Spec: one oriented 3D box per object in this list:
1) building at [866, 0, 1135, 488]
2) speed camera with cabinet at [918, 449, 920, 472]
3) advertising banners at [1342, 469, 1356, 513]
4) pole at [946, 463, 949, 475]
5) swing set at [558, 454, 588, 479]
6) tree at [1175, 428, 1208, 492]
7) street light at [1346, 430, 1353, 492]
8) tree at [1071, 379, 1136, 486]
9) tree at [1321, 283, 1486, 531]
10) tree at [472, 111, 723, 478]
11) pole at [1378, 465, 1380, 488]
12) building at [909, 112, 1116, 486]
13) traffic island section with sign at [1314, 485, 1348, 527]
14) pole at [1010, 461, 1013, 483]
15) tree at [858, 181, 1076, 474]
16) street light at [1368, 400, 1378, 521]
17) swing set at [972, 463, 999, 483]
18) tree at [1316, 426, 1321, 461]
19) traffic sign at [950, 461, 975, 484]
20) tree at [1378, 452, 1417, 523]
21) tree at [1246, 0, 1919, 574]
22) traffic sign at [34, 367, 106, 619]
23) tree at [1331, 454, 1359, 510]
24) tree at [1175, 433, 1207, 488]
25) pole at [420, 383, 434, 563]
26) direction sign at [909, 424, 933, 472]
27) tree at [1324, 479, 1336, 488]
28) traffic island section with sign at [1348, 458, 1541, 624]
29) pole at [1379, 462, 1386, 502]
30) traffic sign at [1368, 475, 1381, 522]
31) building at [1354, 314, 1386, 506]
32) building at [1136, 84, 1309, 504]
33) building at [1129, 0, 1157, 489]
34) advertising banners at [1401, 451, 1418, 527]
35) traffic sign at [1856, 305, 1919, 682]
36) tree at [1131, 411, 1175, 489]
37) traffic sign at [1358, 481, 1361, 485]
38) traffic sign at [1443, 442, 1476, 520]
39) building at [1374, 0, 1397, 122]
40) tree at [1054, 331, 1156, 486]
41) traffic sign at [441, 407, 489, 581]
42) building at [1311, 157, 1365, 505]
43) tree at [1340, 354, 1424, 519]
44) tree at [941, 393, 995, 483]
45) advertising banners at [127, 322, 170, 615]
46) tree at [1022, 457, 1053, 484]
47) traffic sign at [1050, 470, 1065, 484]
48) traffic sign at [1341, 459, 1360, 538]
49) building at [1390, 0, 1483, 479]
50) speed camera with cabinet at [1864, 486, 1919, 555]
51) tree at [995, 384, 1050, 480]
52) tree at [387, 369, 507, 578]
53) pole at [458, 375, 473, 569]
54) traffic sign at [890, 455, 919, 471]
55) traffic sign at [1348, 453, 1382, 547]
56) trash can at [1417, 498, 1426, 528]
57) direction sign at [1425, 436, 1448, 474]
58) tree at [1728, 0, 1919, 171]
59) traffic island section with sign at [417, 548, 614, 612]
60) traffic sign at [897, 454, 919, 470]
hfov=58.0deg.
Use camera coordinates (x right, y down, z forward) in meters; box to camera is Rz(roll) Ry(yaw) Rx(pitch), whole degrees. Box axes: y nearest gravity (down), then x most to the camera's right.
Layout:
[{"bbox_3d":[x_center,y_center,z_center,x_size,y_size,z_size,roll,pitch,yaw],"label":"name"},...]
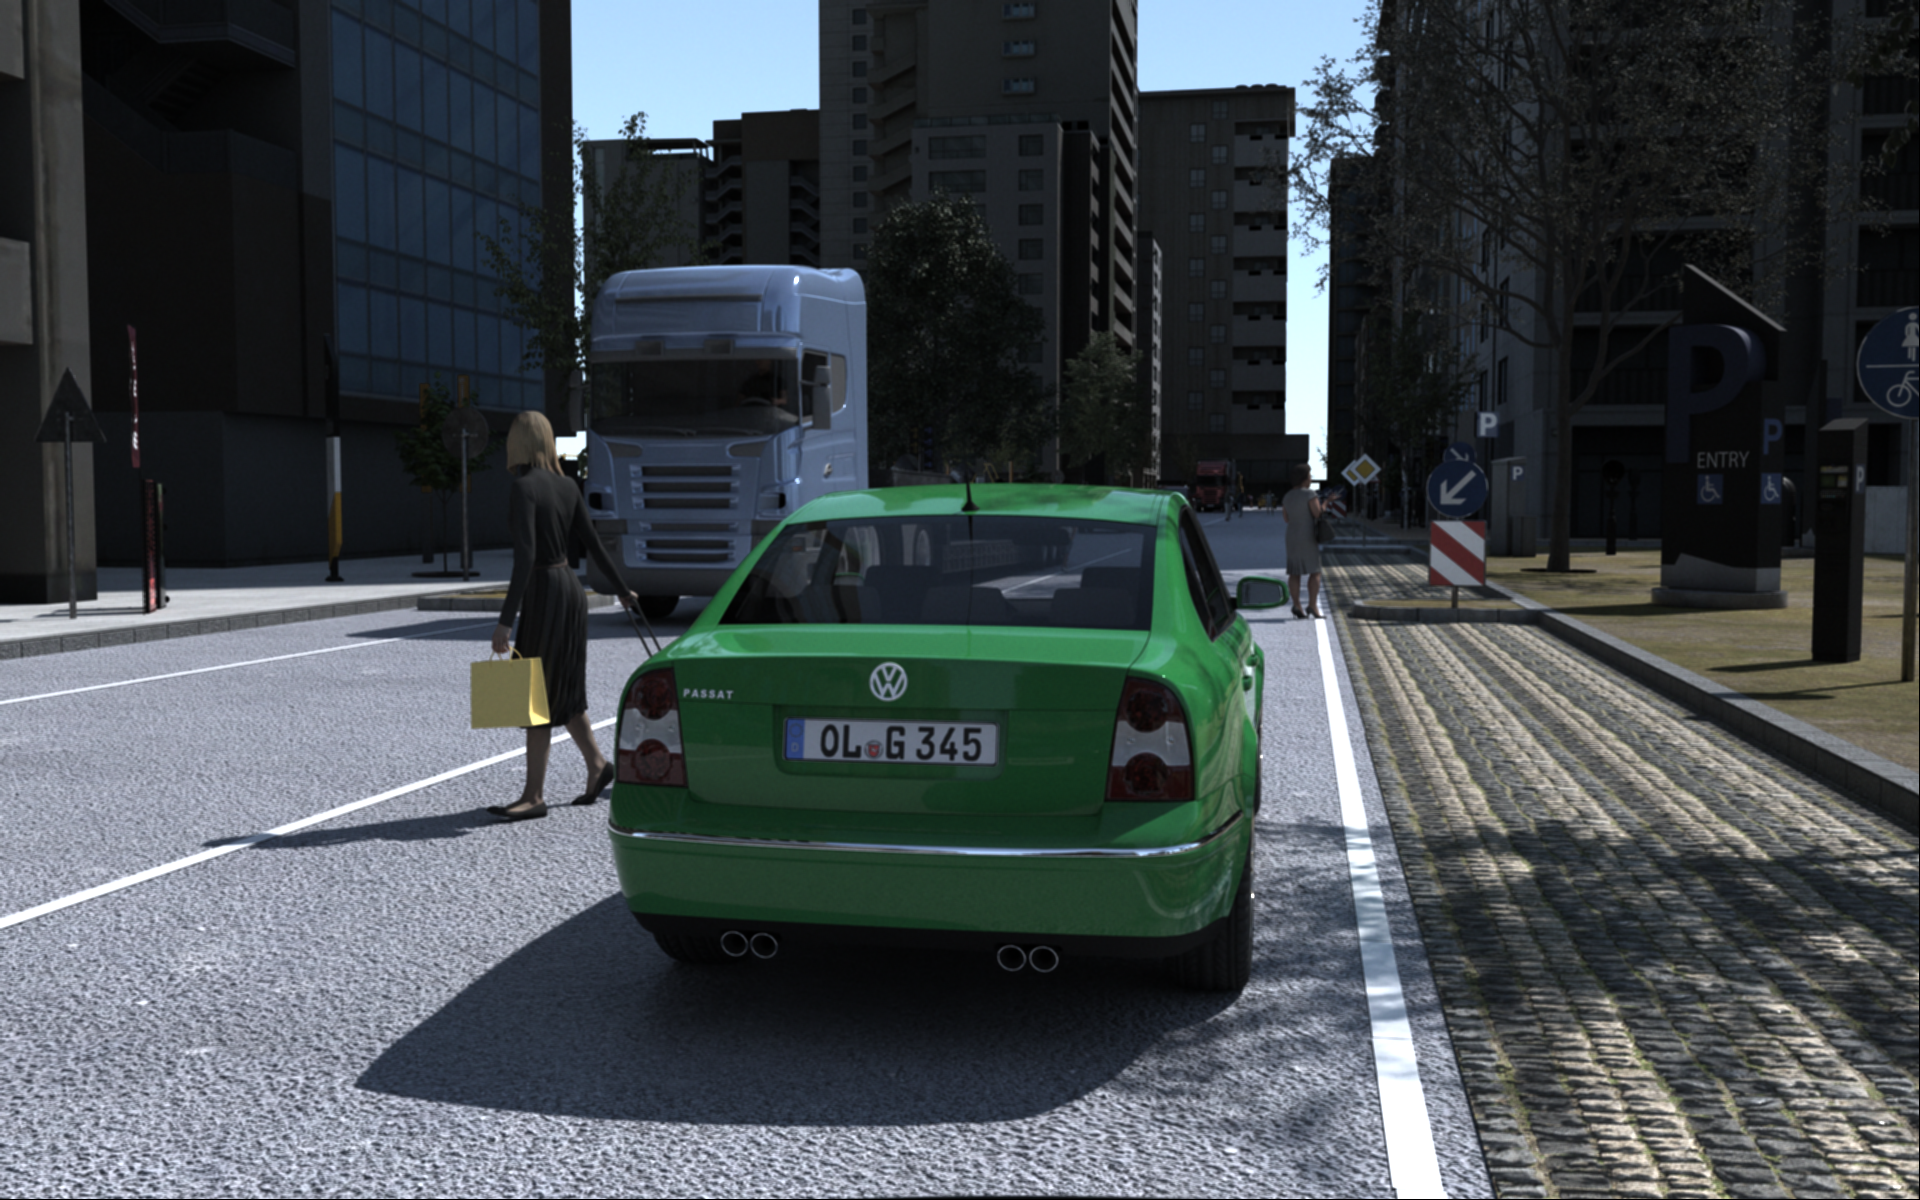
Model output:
[{"bbox_3d":[3.688,-32.361,152.803,21.300,48.544,21.600,1,4,11],"label":"building"},{"bbox_3d":[-1.757,-5.065,77.152,0.660,3.252,2.038,1,4,18],"label":"speed camera with cabinet"},{"bbox_3d":[26.897,-7.563,119.849,0.090,3.025,2.074,3,4,38],"label":"advertising banners"},{"bbox_3d":[-0.807,-7.413,115.044,0.158,3.312,0.155,0,3,0],"label":"pole"},{"bbox_3d":[-15.283,-4.408,69.692,2.862,2.851,3.119,1,4,16],"label":"swing set"},{"bbox_3d":[25.044,-14.797,192.297,4.360,8.622,3.978,0,3,0],"label":"tree"},{"bbox_3d":[27.648,-9.186,122.984,0.468,5.910,1.993,1,4,11],"label":"street light"},{"bbox_3d":[9.221,-9.852,111.435,4.737,8.622,4.395,0,3,0],"label":"tree"},{"bbox_3d":[15.717,-6.717,60.185,4.737,8.622,4.395,0,3,0],"label":"tree"},{"bbox_3d":[-6.687,-5.038,32.742,4.737,8.622,4.395,0,3,0],"label":"tree"},{"bbox_3d":[29.122,-7.735,120.312,0.158,3.312,0.155,0,3,0],"label":"pole"},{"bbox_3d":[4.398,-22.224,135.062,14.160,30.474,14.107,1,4,11],"label":"building"},{"bbox_3d":[16.265,-4.055,74.920,1.989,1.847,2.006,1,4,11],"label":"traffic island section with sign"},{"bbox_3d":[3.173,-6.950,107.471,0.158,3.312,0.155,0,3,0],"label":"pole"},{"bbox_3d":[-0.816,-8.994,64.053,9.611,12.733,9.660,0,3,0],"label":"tree"},{"bbox_3d":[19.984,-6.787,83.752,0.468,5.910,1.993,1,4,11],"label":"street light"},{"bbox_3d":[1.354,-5.516,87.808,2.862,2.851,3.119,0,4,8],"label":"swing set"},{"bbox_3d":[37.612,-13.613,172.941,4.737,8.622,4.395,0,3,0],"label":"tree"},{"bbox_3d":[0.072,-2.978,52.325,0.795,2.450,0.064,1,4,11],"label":"traffic sign"},{"bbox_3d":[19.155,-5.012,76.543,1.663,3.219,1.824,0,3,0],"label":"tree"},{"bbox_3d":[9.987,-7.198,28.055,12.009,13.543,11.850,0,3,0],"label":"tree"},{"bbox_3d":[-9.129,-1.086,17.753,0.884,2.594,0.081,1,4,16],"label":"traffic sign"},{"bbox_3d":[31.743,-9.572,140.218,4.285,4.588,4.351,0,3,0],"label":"tree"},{"bbox_3d":[27.004,-15.444,202.870,4.737,8.622,4.395,0,3,0],"label":"tree"},{"bbox_3d":[-9.869,-2.336,32.044,0.158,3.312,0.155,0,3,0],"label":"pole"},{"bbox_3d":[-1.253,-3.920,56.086,0.876,3.537,0.379,2,4,30],"label":"direction sign"},{"bbox_3d":[39.168,-11.402,181.016,1.663,3.219,1.824,0,3,0],"label":"tree"},{"bbox_3d":[5.594,-0.704,20.133,1.989,1.847,2.006,1,4,11],"label":"traffic island section with sign"},{"bbox_3d":[24.140,-6.403,98.539,0.158,3.312,0.155,0,3,0],"label":"pole"},{"bbox_3d":[19.154,-4.927,80.565,0.884,2.594,0.081,1,4,17],"label":"traffic sign"},{"bbox_3d":[55.184,-20.373,178.132,27.650,21.520,28.899,1,4,11],"label":"building"},{"bbox_3d":[31.476,-38.872,224.800,27.495,52.752,28.713,1,4,11],"label":"building"},{"bbox_3d":[9.238,-44.938,172.995,20.563,71.187,20.611,1,4,11],"label":"building"},{"bbox_3d":[17.913,-4.458,69.081,0.090,3.025,2.074,0,4,-2],"label":"advertising banners"},{"bbox_3d":[6.497,-0.715,11.795,0.768,2.556,0.104,1,4,19],"label":"traffic sign"},{"bbox_3d":[15.614,-12.060,147.537,4.360,8.622,3.978,0,3,0],"label":"tree"},{"bbox_3d":[23.581,-6.176,100.983,0.884,2.594,0.081,1,4,15],"label":"traffic sign"},{"bbox_3d":[12.132,-2.569,42.108,0.768,2.556,0.104,1,4,13],"label":"traffic sign"},{"bbox_3d":[47.091,-30.275,149.624,22.147,44.769,28.867,1,4,11],"label":"building"},{"bbox_3d":[10.038,-12.425,121.278,7.486,12.596,7.792,0,3,0],"label":"tree"},{"bbox_3d":[-7.264,-1.547,25.394,0.768,2.556,0.104,1,4,15],"label":"traffic sign"},{"bbox_3d":[58.799,-34.346,216.179,28.867,44.769,22.147,1,4,11],"label":"building"},{"bbox_3d":[22.148,-8.581,90.656,4.360,8.622,3.978,0,3,0],"label":"tree"},{"bbox_3d":[-0.702,-9.140,99.808,4.737,8.622,4.395,0,3,0],"label":"tree"},{"bbox_3d":[-8.785,-1.378,18.724,0.090,3.025,2.074,-1,4,-17],"label":"advertising banners"},{"bbox_3d":[3.386,-5.410,83.049,1.663,3.219,1.824,0,3,0],"label":"tree"},{"bbox_3d":[5.130,-5.583,91.392,0.768,2.556,0.104,1,4,15],"label":"traffic sign"},{"bbox_3d":[11.400,-2.842,50.106,0.795,2.450,0.064,1,4,11],"label":"traffic sign"},{"bbox_3d":[39.779,-29.293,129.053,14.600,45.320,14.200,1,4,11],"label":"building"},{"bbox_3d":[19.427,-2.612,37.038,0.660,3.252,2.038,-3,4,-38],"label":"speed camera with cabinet"},{"bbox_3d":[4.047,-10.000,113.864,4.737,8.622,4.395,0,3,0],"label":"tree"},{"bbox_3d":[-8.169,-1.984,27.044,1.663,3.219,1.824,0,3,0],"label":"tree"},{"bbox_3d":[-8.505,-2.197,29.760,0.158,3.312,0.155,0,3,0],"label":"pole"},{"bbox_3d":[-1.455,-2.498,44.487,0.795,2.450,0.064,1,4,11],"label":"traffic sign"},{"bbox_3d":[9.873,-2.362,42.268,0.795,2.450,0.064,1,4,11],"label":"traffic sign"},{"bbox_3d":[17.750,-3.320,65.933,0.748,1.137,0.748,0,3,0],"label":"trash can"},{"bbox_3d":[18.717,-4.652,68.054,0.876,3.537,0.379,0,4,1],"label":"direction sign"},{"bbox_3d":[5.391,-3.499,7.574,4.360,8.622,3.978,0,3,0],"label":"tree"},{"bbox_3d":[-5.521,-0.820,22.040,1.989,1.847,2.006,1,4,11],"label":"traffic island section with sign"},{"bbox_3d":[-1.680,-3.360,55.050,0.768,2.556,0.104,1,4,11],"label":"traffic sign"}]
